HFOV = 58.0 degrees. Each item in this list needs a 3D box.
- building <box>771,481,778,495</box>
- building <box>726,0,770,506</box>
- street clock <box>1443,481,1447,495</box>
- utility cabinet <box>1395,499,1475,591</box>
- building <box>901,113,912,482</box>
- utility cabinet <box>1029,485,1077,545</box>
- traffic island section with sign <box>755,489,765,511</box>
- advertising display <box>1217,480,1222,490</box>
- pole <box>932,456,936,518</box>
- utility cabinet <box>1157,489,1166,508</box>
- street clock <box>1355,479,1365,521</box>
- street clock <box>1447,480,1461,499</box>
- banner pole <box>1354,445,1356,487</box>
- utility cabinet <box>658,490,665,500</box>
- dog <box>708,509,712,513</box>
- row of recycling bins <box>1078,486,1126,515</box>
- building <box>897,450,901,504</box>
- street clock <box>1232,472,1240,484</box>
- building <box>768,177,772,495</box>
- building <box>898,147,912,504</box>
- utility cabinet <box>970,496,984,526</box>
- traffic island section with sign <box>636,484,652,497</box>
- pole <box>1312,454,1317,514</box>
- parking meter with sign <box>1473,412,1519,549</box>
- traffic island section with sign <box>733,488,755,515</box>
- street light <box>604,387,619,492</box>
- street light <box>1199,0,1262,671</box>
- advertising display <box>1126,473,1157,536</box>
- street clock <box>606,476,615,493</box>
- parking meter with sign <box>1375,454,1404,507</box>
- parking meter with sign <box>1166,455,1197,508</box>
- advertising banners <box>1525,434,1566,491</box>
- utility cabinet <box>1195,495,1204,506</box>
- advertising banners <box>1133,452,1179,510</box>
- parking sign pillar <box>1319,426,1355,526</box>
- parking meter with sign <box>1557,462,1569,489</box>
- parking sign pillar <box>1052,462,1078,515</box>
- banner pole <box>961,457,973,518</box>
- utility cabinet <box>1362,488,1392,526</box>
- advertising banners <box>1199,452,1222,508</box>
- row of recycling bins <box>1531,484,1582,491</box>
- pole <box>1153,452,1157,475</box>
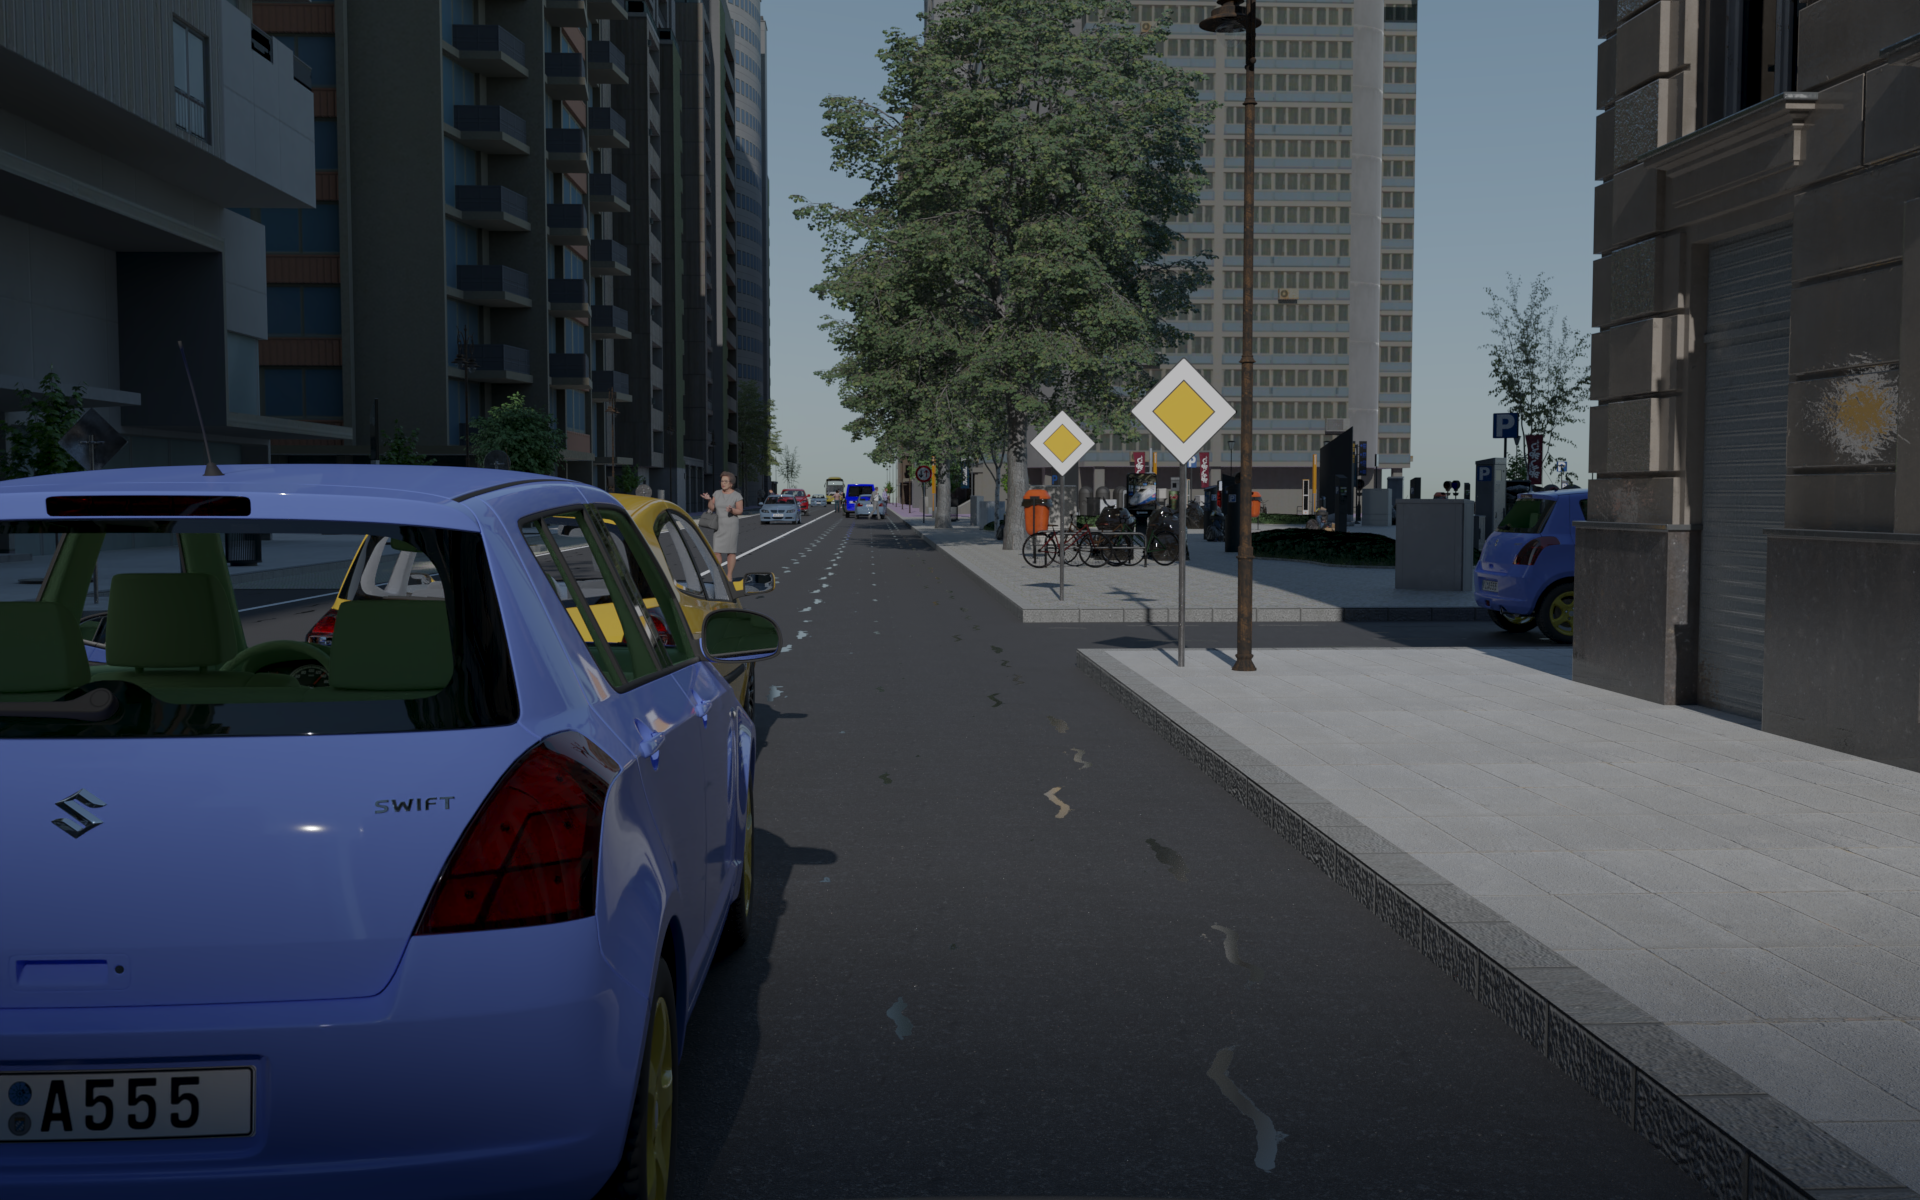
[{"bbox_3d":[-40.988,-33.062,232.445,32.217,40.220,23.993,0,4,-3],"label":"building"},{"bbox_3d":[-32.605,-39.757,192.027,21.231,58.520,28.212,0,4,-3],"label":"building"},{"bbox_3d":[26.534,-5.484,94.236,0.358,2.002,0.471,-3,5,-41],"label":"street clock"},{"bbox_3d":[6.377,-0.741,23.284,0.306,1.237,1.020,-3,5,-44],"label":"utility cabinet"},{"bbox_3d":[4.444,-33.179,197.100,22.147,44.769,28.867,0,4,-3],"label":"building"},{"bbox_3d":[2.297,-2.101,43.034,1.173,1.500,0.318,0,3,0],"label":"utility cabinet"},{"bbox_3d":[-16.830,-8.470,147.112,1.989,1.847,2.006,0,4,-3],"label":"traffic island section with sign"},{"bbox_3d":[12.407,-4.654,81.302,0.974,1.923,0.123,-3,5,-43],"label":"advertising display"},{"bbox_3d":[-1.397,-6.047,92.712,0.158,3.312,0.155,0,3,0],"label":"pole"},{"bbox_3d":[8.033,-3.744,69.888,0.318,1.500,1.173,0,4,-6],"label":"utility cabinet"},{"bbox_3d":[18.939,-4.746,82.167,0.471,2.002,0.358,0,4,8],"label":"street clock"},{"bbox_3d":[25.868,-5.249,90.384,0.358,2.002,0.471,-2,4,-25],"label":"street clock"},{"bbox_3d":[17.399,-5.345,77.412,0.401,3.779,0.863,-3,5,-41],"label":"banner pole"},{"bbox_3d":[-15.301,-4.899,88.775,0.318,1.500,1.173,0,4,-7],"label":"utility cabinet"},{"bbox_3d":[-13.251,-4.548,91.195,0.513,0.831,0.800,-1,4,-21],"label":"dog"},{"bbox_3d":[7.095,-5.134,91.052,3.534,1.692,1.069,0,4,7],"label":"row of recycling bins"},{"bbox_3d":[5.242,-24.257,241.648,27.650,21.520,28.899,0,4,-3],"label":"building"},{"bbox_3d":[9.065,-3.158,56.200,0.471,2.002,0.358,-1,4,-15],"label":"street clock"},{"bbox_3d":[-30.830,-32.428,213.786,14.154,41.232,14.086,0,4,-3],"label":"building"},{"bbox_3d":[-0.821,-34.798,219.064,14.600,45.320,14.200,0,4,-3],"label":"building"},{"bbox_3d":[0.706,-3.657,70.953,0.306,1.237,1.020,1,4,17],"label":"utility cabinet"},{"bbox_3d":[-12.743,-3.745,69.851,1.989,1.847,2.006,0,4,-3],"label":"traffic island section with sign"},{"bbox_3d":[18.161,-5.807,88.785,0.158,3.312,0.155,0,3,0],"label":"pole"},{"bbox_3d":[11.167,-2.464,36.543,0.543,3.016,1.738,3,5,39],"label":"parking meter with sign"},{"bbox_3d":[-15.359,-6.779,119.458,1.989,1.847,2.006,0,4,-3],"label":"traffic island section with sign"},{"bbox_3d":[-15.021,-6.250,74.969,0.468,5.910,1.993,0,4,-3],"label":"street light"},{"bbox_3d":[2.070,-2.425,12.433,0.468,5.910,1.993,0,4,-3],"label":"street light"},{"bbox_3d":[5.567,-2.930,53.118,0.974,1.923,0.123,-1,4,-18],"label":"advertising display"},{"bbox_3d":[-14.405,-4.085,71.361,0.358,2.002,0.471,-1,4,-23],"label":"street clock"},{"bbox_3d":[18.858,-4.814,74.973,1.738,3.016,0.543,1,4,22],"label":"parking meter with sign"},{"bbox_3d":[9.948,-5.038,78.639,0.543,3.016,1.738,-2,4,-34],"label":"parking meter with sign"},{"bbox_3d":[17.438,-3.307,50.262,2.074,3.025,0.090,2,4,28],"label":"advertising banners"},{"bbox_3d":[12.656,-4.916,91.532,0.306,1.237,1.020,-1,4,-8],"label":"utility cabinet"},{"bbox_3d":[8.118,-4.597,71.355,2.074,3.025,0.090,1,4,22],"label":"advertising banners"},{"bbox_3d":[15.056,-4.938,69.207,1.447,3.967,1.447,2,4,26],"label":"parking sign pillar"},{"bbox_3d":[32.758,-5.942,93.405,0.543,3.016,1.738,3,5,41],"label":"parking meter with sign"},{"bbox_3d":[4.681,-5.427,77.204,1.447,3.967,1.447,-3,5,-42],"label":"parking sign pillar"},{"bbox_3d":[0.421,-6.306,93.127,0.863,3.779,0.401,1,4,15],"label":"banner pole"},{"bbox_3d":[16.616,-3.691,69.026,1.173,1.500,0.318,3,5,43],"label":"utility cabinet"},{"bbox_3d":[10.717,-4.615,71.641,2.074,3.025,0.090,3,5,45],"label":"advertising banners"},{"bbox_3d":[24.036,-3.953,71.738,3.534,1.692,1.069,-1,4,-9],"label":"row of recycling bins"},{"bbox_3d":[9.520,-5.559,84.732,0.158,3.312,0.155,0,3,0],"label":"pole"}]
